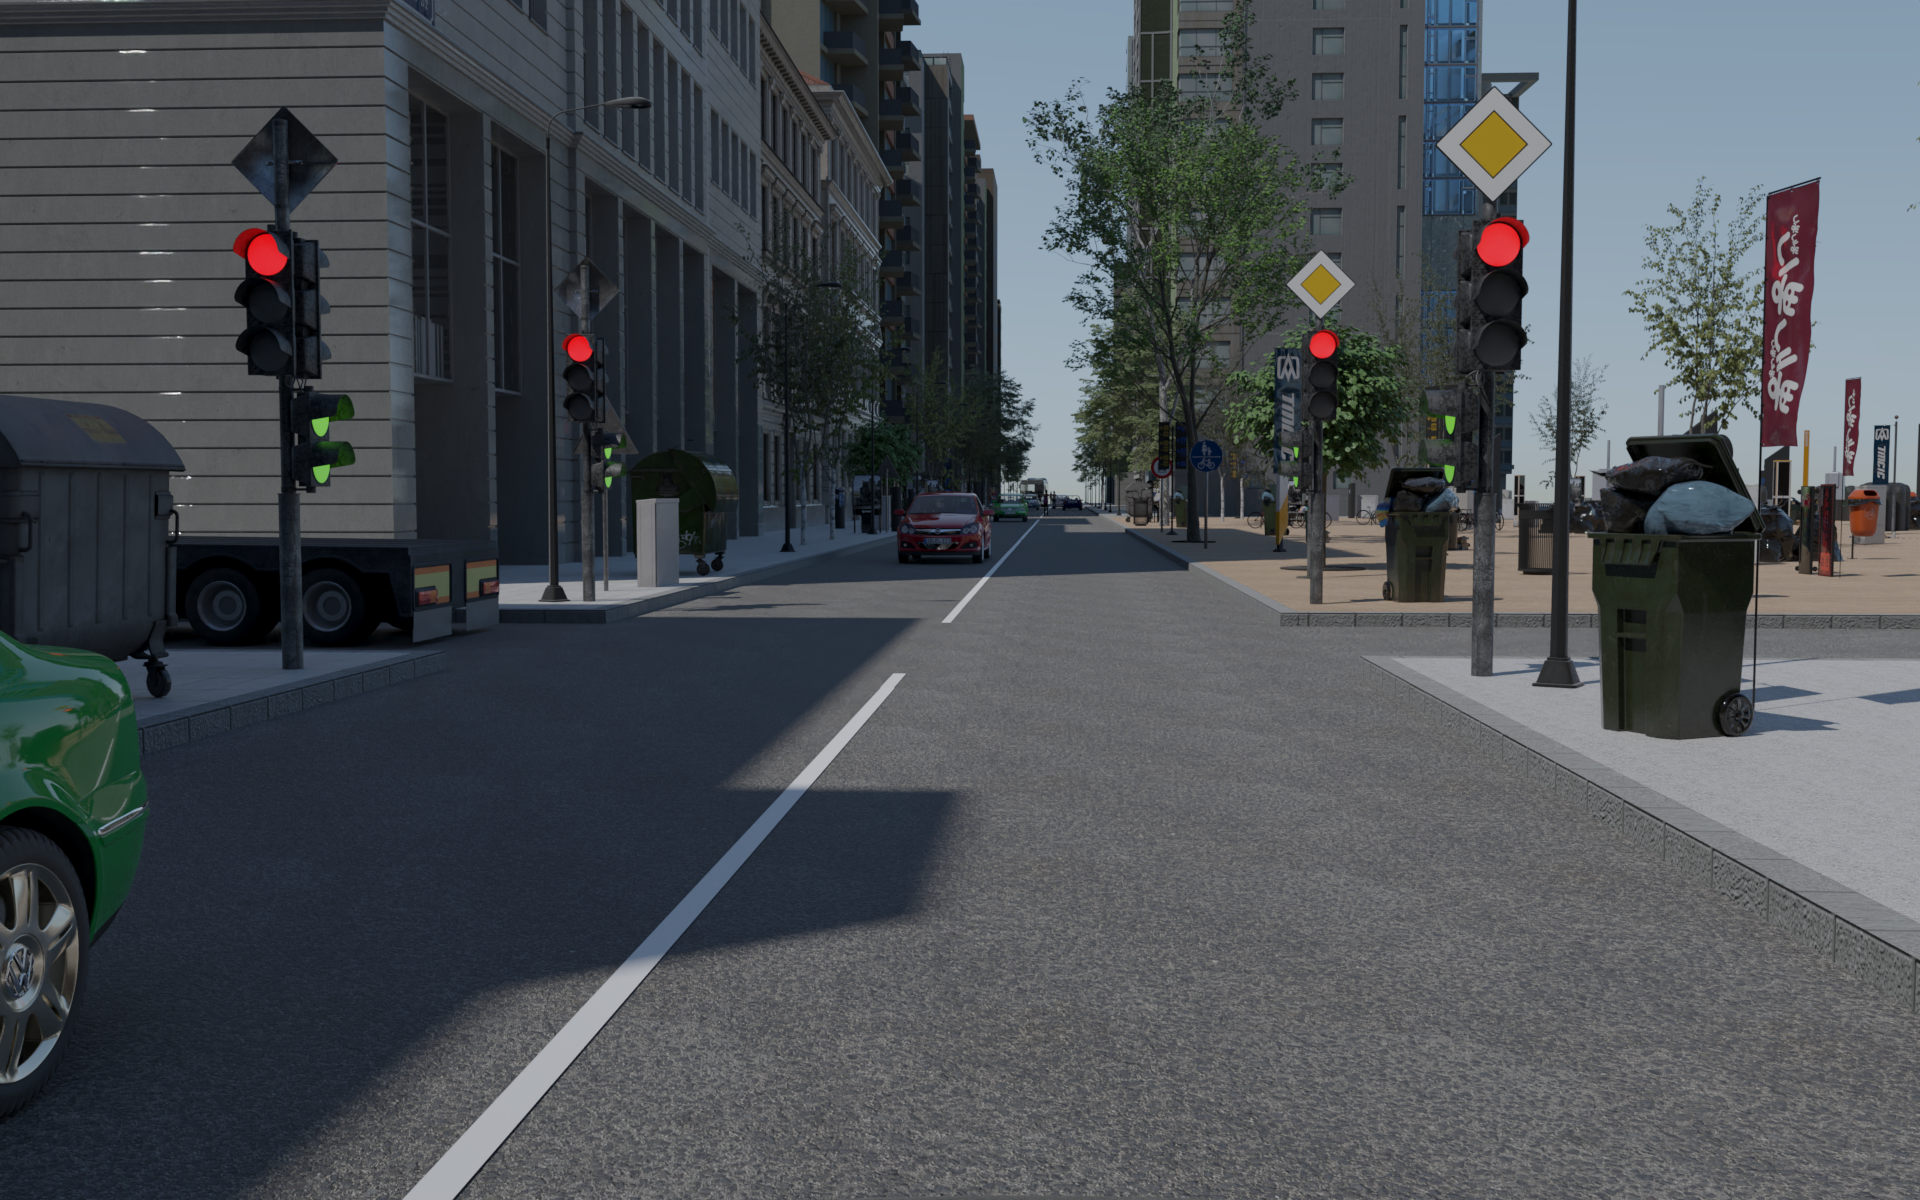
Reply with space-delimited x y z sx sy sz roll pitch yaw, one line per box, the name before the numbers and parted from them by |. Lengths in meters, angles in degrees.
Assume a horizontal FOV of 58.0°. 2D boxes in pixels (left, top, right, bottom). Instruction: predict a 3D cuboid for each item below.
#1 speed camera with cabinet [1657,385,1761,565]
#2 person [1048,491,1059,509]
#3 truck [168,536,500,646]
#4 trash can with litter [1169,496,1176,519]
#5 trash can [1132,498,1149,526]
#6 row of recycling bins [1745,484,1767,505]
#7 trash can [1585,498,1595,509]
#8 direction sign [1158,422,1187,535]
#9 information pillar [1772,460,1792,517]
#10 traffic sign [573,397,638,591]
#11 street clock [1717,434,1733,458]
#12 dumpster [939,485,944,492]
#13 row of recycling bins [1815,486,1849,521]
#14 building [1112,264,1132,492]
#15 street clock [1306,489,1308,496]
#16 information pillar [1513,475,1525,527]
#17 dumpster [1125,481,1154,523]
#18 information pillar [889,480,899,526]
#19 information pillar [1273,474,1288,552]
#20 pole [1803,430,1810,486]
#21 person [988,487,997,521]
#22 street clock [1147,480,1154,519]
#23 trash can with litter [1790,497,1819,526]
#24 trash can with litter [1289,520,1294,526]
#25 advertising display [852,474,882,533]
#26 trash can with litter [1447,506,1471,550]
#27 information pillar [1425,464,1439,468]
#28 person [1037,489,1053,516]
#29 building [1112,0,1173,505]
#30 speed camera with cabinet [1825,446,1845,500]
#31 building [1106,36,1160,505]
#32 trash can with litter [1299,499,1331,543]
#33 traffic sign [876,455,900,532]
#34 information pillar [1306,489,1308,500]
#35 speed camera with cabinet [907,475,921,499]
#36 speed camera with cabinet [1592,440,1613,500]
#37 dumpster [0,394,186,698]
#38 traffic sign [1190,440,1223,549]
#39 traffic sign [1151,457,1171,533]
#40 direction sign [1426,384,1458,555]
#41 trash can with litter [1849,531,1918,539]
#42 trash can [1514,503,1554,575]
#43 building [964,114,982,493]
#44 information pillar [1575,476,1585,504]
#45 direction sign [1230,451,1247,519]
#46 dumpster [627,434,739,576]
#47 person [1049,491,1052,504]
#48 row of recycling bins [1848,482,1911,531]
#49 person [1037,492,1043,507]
speed camera with cabinet | 13.426 -2.274 31.511 2.038 3.252 0.660 1 4 12
person | 8.916 -9.522 164.897 1.217 1.736 0.721 -2 4 -26
truck | -14.320 -1.713 17.775 18.799 4.110 2.967 0 4 4
trash can with litter | 10.912 -4.860 90.511 1.678 1.210 2.233 -2 4 -29
trash can | 7.270 -3.546 69.635 0.748 1.137 0.748 0 3 0
row of recycling bins | 33.093 -4.065 73.577 3.534 1.692 1.069 -3 4 -38
trash can | 25.538 -3.603 70.558 0.748 1.137 0.748 0 3 0
direction sign | 6.656 -3.809 54.281 0.876 3.537 0.379 1 4 11
information pillar | 17.907 -2.035 37.765 0.304 2.012 0.304 1 4 12
traffic sign | -4.681 -1.397 22.841 0.884 2.594 0.081 0 4 6
street clock | 9.084 -1.002 20.947 0.358 2.002 0.471 -1 4 -13
dumpster | -1.421 -4.595 80.893 1.264 1.857 1.865 0 4 3
row of recycling bins | 42.338 -4.686 83.723 1.069 1.692 3.534 0 4 -2
building | 26.036 -27.168 215.899 14.160 30.474 14.107 0 4 3
street clock | 16.646 -4.770 82.567 0.358 2.002 0.471 1 4 20
information pillar | 21.521 -3.802 66.658 0.304 2.012 0.304 -1 4 -20
dumpster | 8.121 -4.444 78.411 1.264 1.857 1.865 0 4 3
information pillar | -2.668 -3.996 69.819 0.304 2.012 0.304 3 4 37
information pillar | 7.132 -2.874 38.345 0.183 3.616 0.504 2 4 33
pole | 27.005 -3.759 55.309 0.158 3.312 0.155 0 3 0
person | 1.725 -5.222 93.855 0.580 1.828 0.573 2 4 31
street clock | 9.734 -5.127 88.394 0.471 2.002 0.358 2 4 25
trash can with litter | 34.730 -3.673 71.433 1.055 1.170 0.624 2 4 26
trash can with litter | 13.136 -3.593 70.125 0.624 1.170 1.055 -2 4 -31
advertising display | -3.039 -3.152 56.742 0.974 1.923 0.123 0 4 8
trash can with litter | 11.294 -1.743 39.882 0.624 1.170 1.055 3 5 44
information pillar | 10.578 -2.096 38.767 0.304 2.012 0.304 0 4 5
person | 5.690 -6.502 115.495 1.217 1.739 0.721 -2 4 -30
building | 28.042 -46.391 196.743 20.563 71.187 20.611 0 4 3
speed camera with cabinet | 36.865 -4.718 71.468 2.038 3.252 0.660 3 4 37
building | 31.560 -56.498 236.414 22.319 86.520 31.000 0 4 3
trash can with litter | 9.360 -2.089 45.543 0.624 1.170 1.055 2 4 30
traffic sign | -2.450 -3.539 57.861 0.884 2.594 0.081 1 4 10
information pillar | 18.233 -6.036 90.036 0.504 3.616 0.183 -1 4 -15
speed camera with cabinet | -2.119 -5.813 89.385 0.660 3.252 2.038 1 4 21
speed camera with cabinet | 24.053 -4.261 64.003 0.660 3.252 2.038 3 5 44
dumpster | -5.595 -0.271 10.194 1.264 1.857 1.865 0 4 3
traffic sign | 5.771 -2.477 40.601 0.768 2.556 0.104 1 4 12
traffic sign | 6.726 -3.520 57.651 0.768 2.556 0.104 1 4 13
direction sign | 10.053 -2.705 36.227 0.379 3.537 0.876 -2 4 -28
trash can with litter | 26.972 -2.428 50.748 1.678 1.210 2.233 1 4 17
trash can | 9.197 -0.972 27.541 0.748 1.137 0.748 0 3 0
building | -8.951 -33.155 196.707 22.147 44.769 28.867 0 4 3
information pillar | 24.745 -3.955 69.157 0.304 2.012 0.304 0 4 -6
direction sign | 14.565 -6.033 90.642 0.876 3.537 0.379 1 4 11
dumpster | -4.480 -1.553 27.884 1.502 2.255 1.985 0 4 3
person | 12.687 -14.211 240.859 1.348 1.822 0.705 -2 4 -35
row of recycling bins | 32.206 -3.251 60.274 3.534 1.692 1.069 -3 5 -45
person | 7.755 -9.658 167.872 0.593 1.643 0.415 -3 5 -40
